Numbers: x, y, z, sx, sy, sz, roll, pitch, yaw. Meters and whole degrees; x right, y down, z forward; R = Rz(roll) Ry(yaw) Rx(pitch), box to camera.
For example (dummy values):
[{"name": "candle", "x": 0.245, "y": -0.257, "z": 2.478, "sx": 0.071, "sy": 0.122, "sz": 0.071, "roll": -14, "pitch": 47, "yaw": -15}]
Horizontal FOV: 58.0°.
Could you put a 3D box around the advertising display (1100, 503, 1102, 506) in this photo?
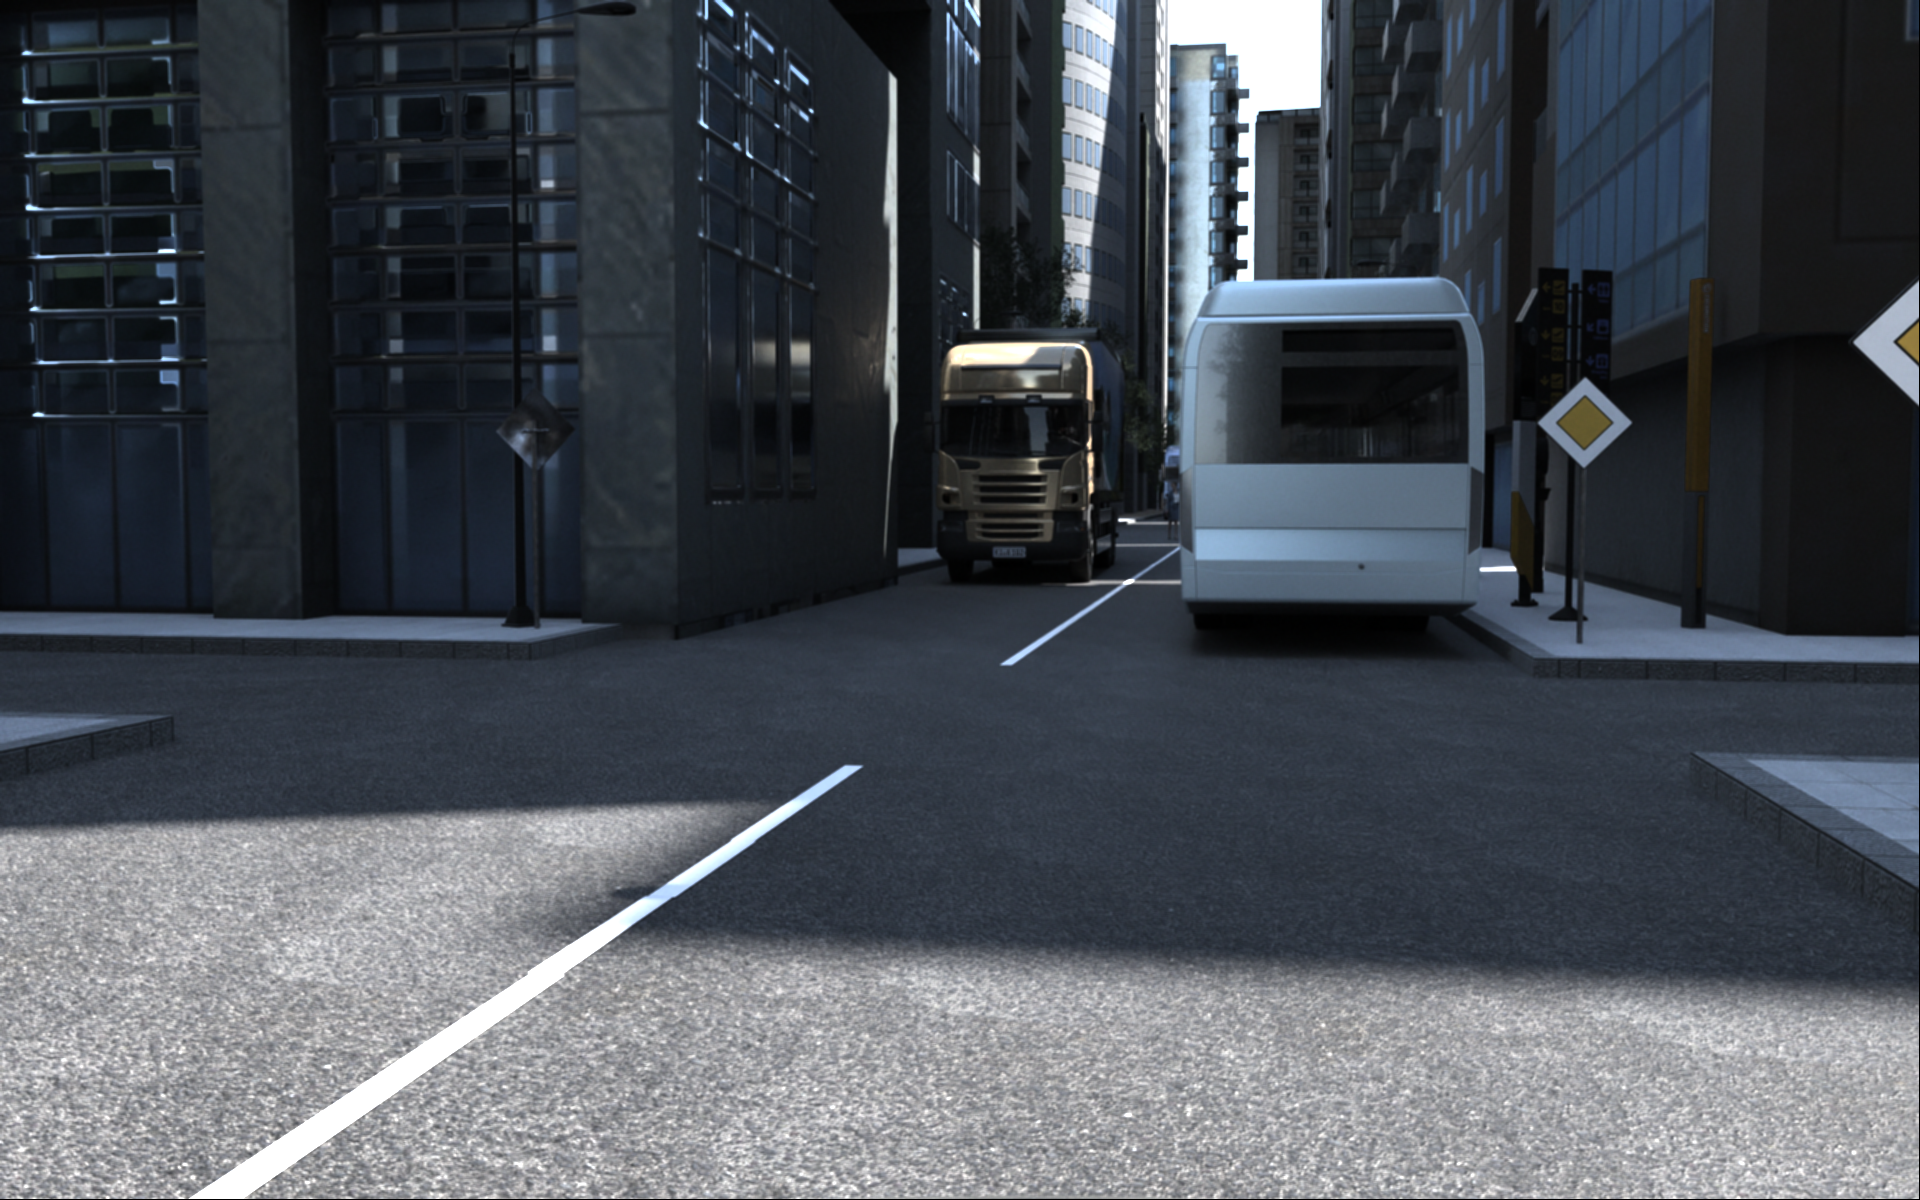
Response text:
[{"name": "advertising display", "x": 6.283, "y": -4.383, "z": 76.883, "sx": 0.123, "sy": 1.923, "sz": 0.974, "roll": 1, "pitch": 4, "yaw": 10}]

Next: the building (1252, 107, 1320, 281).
[{"name": "building", "x": 37.006, "y": -30.215, "z": 177.614, "sx": 14.086, "sy": 41.232, "sz": 14.154, "roll": 1, "pitch": 4, "yaw": 10}]

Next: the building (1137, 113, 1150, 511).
[{"name": "building", "x": 6.309, "y": -21.716, "z": 126.755, "sx": 14.160, "sy": 30.474, "sz": 14.107, "roll": 1, "pitch": 4, "yaw": 10}]

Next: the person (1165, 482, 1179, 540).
[{"name": "person", "x": 6.764, "y": -2.826, "z": 54.734, "sx": 0.581, "sy": 1.822, "sz": 0.654, "roll": 0, "pitch": 4, "yaw": -1}]

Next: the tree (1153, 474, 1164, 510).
[{"name": "tree", "x": 16.329, "y": -8.960, "z": 141.099, "sx": 1.663, "sy": 3.219, "sz": 1.824, "roll": 0, "pitch": 3, "yaw": 0}]

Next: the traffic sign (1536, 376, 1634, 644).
[{"name": "traffic sign", "x": 5.322, "y": -0.684, "z": 14.823, "sx": 0.795, "sy": 2.450, "sz": 0.064, "roll": 1, "pitch": 4, "yaw": 10}]

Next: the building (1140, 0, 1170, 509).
[{"name": "building", "x": 7.981, "y": -43.860, "z": 155.356, "sx": 20.611, "sy": 71.187, "sz": 20.563, "roll": 1, "pitch": 4, "yaw": 10}]

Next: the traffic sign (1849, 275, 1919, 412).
[{"name": "traffic sign", "x": 3.962, "y": -0.203, "z": 6.954, "sx": 0.795, "sy": 2.450, "sz": 0.064, "roll": 1, "pitch": 4, "yaw": 10}]

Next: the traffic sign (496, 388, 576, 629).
[{"name": "traffic sign", "x": -4.030, "y": -0.784, "z": 16.454, "sx": 0.795, "sy": 2.450, "sz": 0.064, "roll": 1, "pitch": 4, "yaw": 10}]

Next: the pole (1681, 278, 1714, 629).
[{"name": "pole", "x": 7.032, "y": -1.386, "z": 16.510, "sx": 0.158, "sy": 3.312, "sz": 0.155, "roll": 0, "pitch": 3, "yaw": 0}]

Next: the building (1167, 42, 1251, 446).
[{"name": "building", "x": 15.620, "y": -34.659, "z": 186.290, "sx": 30.456, "sy": 49.044, "sz": 23.786, "roll": 1, "pitch": 4, "yaw": 10}]

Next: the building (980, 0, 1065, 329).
[{"name": "building", "x": -3.389, "y": -23.739, "z": 71.733, "sx": 14.154, "sy": 41.232, "sz": 14.086, "roll": 1, "pitch": 4, "yaw": 10}]

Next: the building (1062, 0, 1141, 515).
[{"name": "building", "x": -0.508, "y": -34.458, "z": 105.384, "sx": 21.231, "sy": 58.520, "sz": 28.212, "roll": 1, "pitch": 4, "yaw": 10}]

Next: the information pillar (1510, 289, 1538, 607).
[{"name": "information pillar", "x": 6.422, "y": -1.733, "z": 19.690, "sx": 0.183, "sy": 3.616, "sz": 0.504, "roll": 3, "pitch": 5, "yaw": 40}]

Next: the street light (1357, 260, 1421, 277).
[{"name": "street light", "x": 8.564, "y": -3.785, "z": 34.432, "sx": 1.470, "sy": 5.913, "sz": 1.316, "roll": 1, "pitch": 4, "yaw": 10}]

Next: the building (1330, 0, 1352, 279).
[{"name": "building", "x": 36.214, "y": -35.254, "z": 118.395, "sx": 21.231, "sy": 58.520, "sz": 28.212, "roll": 1, "pitch": 4, "yaw": 10}]

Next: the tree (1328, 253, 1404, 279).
[{"name": "tree", "x": 12.868, "y": -6.287, "z": 53.149, "sx": 4.360, "sy": 8.622, "sz": 3.978, "roll": 0, "pitch": 3, "yaw": 0}]

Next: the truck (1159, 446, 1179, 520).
[{"name": "truck", "x": 13.442, "y": -6.897, "z": 102.517, "sx": 2.967, "sy": 4.110, "sz": 18.799, "roll": 0, "pitch": 4, "yaw": 8}]

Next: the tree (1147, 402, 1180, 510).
[{"name": "tree", "x": 15.549, "y": -11.416, "z": 137.010, "sx": 4.737, "sy": 8.622, "sz": 4.395, "roll": 0, "pitch": 3, "yaw": 0}]

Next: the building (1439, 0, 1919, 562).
[{"name": "building", "x": 19.263, "y": -23.868, "z": 40.360, "sx": 14.600, "sy": 45.320, "sz": 14.200, "roll": 1, "pitch": 4, "yaw": 10}]

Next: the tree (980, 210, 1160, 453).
[{"name": "tree", "x": 1.566, "y": -7.542, "z": 57.720, "sx": 7.601, "sy": 10.594, "sz": 8.767, "roll": -1, "pitch": 4, "yaw": -13}]

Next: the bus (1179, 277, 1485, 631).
[{"name": "bus", "x": 4.184, "y": -1.622, "z": 21.382, "sx": 2.948, "sy": 3.499, "sz": 13.247, "roll": 1, "pitch": 4, "yaw": 9}]

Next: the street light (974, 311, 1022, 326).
[{"name": "street light", "x": 0.881, "y": -4.380, "z": 44.161, "sx": 1.470, "sy": 5.913, "sz": 1.316, "roll": 1, "pitch": 4, "yaw": 10}]

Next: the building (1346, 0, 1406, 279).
[{"name": "building", "x": 29.120, "y": -19.998, "z": 98.669, "sx": 14.160, "sy": 30.474, "sz": 14.107, "roll": 1, "pitch": 4, "yaw": 10}]

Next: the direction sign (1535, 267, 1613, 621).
[{"name": "direction sign", "x": 6.197, "y": -1.562, "z": 17.540, "sx": 0.876, "sy": 3.537, "sz": 0.379, "roll": -1, "pitch": 4, "yaw": -19}]

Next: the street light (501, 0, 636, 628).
[{"name": "street light", "x": -3.733, "y": -2.691, "z": 16.546, "sx": 1.470, "sy": 5.913, "sz": 1.316, "roll": 1, "pitch": 4, "yaw": 10}]

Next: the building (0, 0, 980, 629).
[{"name": "building", "x": -11.126, "y": -43.965, "z": 31.500, "sx": 22.319, "sy": 86.520, "sz": 31.000, "roll": 1, "pitch": 4, "yaw": 10}]

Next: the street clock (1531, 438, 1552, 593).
[{"name": "street clock", "x": 7.494, "y": -1.097, "z": 22.511, "sx": 0.358, "sy": 2.002, "sz": 0.471, "roll": 1, "pitch": 4, "yaw": 13}]

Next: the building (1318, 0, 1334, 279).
[{"name": "building", "x": 44.192, "y": -34.019, "z": 145.451, "sx": 28.713, "sy": 52.752, "sz": 27.495, "roll": 1, "pitch": 4, "yaw": 10}]

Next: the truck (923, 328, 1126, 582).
[{"name": "truck", "x": 1.486, "y": -2.613, "z": 31.636, "sx": 2.839, "sy": 4.237, "sz": 11.283, "roll": 1, "pitch": 4, "yaw": 8}]

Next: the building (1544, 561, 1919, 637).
[{"name": "building", "x": 15.215, "y": -22.601, "z": 19.643, "sx": 14.200, "sy": 45.320, "sz": 14.600, "roll": 1, "pitch": 4, "yaw": 10}]

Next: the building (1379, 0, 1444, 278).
[{"name": "building", "x": 28.912, "y": -27.504, "z": 69.303, "sx": 23.786, "sy": 49.044, "sz": 30.456, "roll": 1, "pitch": 4, "yaw": 10}]
